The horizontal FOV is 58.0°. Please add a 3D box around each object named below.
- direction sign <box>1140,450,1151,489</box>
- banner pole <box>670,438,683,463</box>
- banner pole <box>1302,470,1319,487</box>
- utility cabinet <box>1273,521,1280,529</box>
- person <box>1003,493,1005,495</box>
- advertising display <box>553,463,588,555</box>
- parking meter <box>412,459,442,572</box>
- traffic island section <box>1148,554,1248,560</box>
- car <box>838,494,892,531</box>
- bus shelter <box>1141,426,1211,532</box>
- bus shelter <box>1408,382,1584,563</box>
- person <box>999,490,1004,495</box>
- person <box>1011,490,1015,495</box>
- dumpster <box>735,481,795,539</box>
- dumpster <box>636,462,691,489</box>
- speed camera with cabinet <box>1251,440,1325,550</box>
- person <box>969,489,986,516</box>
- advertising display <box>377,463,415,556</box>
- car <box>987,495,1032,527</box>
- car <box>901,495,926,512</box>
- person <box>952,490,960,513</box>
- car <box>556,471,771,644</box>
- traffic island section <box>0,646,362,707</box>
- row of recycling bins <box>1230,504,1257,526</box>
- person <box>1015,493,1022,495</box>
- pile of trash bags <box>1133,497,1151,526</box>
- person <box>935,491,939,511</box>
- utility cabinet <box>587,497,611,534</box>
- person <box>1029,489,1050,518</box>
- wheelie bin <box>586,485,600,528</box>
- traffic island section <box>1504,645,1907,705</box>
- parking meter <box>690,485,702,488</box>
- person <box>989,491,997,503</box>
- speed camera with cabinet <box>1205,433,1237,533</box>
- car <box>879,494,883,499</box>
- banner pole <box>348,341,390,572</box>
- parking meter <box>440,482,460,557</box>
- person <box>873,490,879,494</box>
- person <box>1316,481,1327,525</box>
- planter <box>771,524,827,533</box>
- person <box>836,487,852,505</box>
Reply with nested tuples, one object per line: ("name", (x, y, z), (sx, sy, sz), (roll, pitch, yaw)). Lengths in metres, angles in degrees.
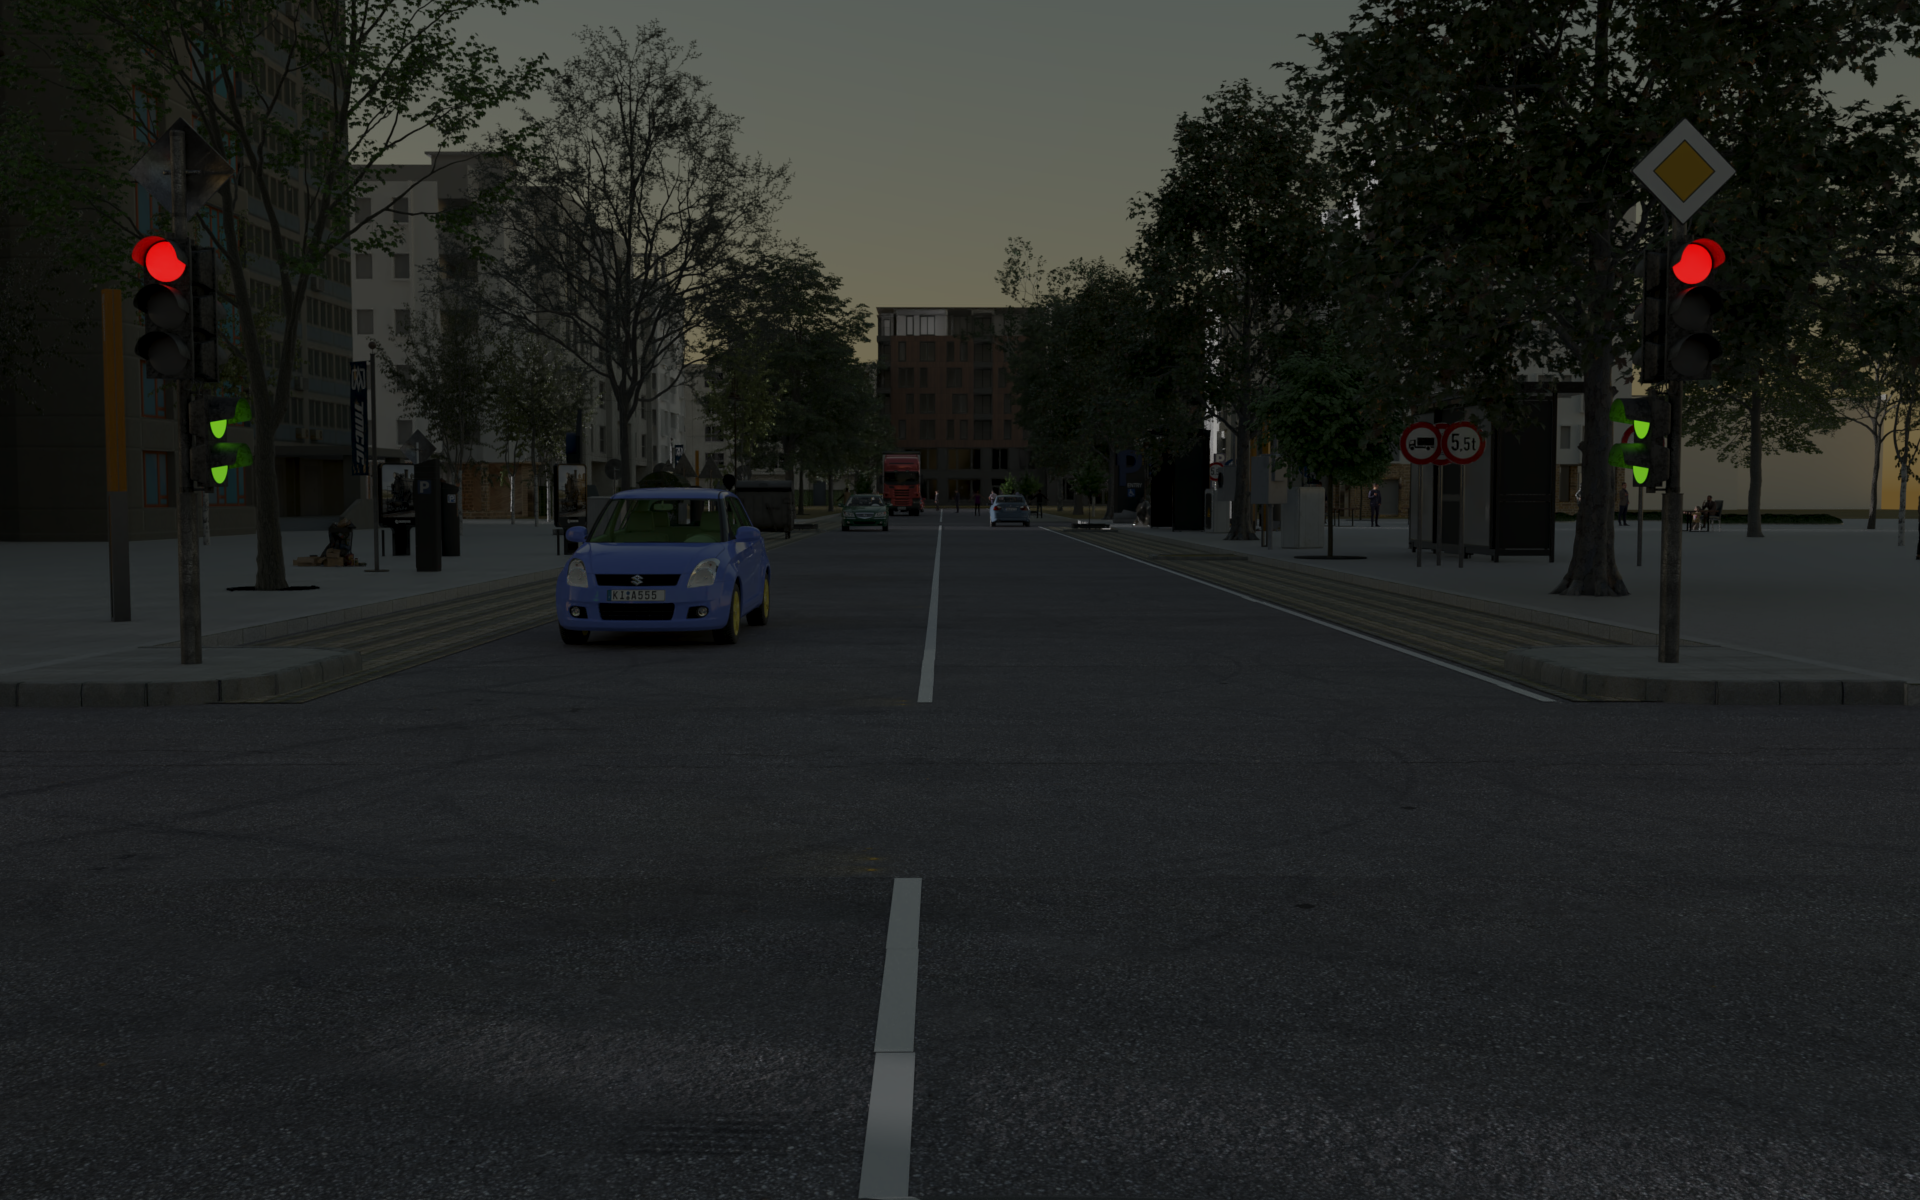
("direction sign", (8.586, -5.370, 79.795), (0.876, 3.537, 0.379), (0, 4, -1))
("banner pole", (-12.633, -5.328, 77.122), (0.863, 3.779, 0.401), (2, 4, 25))
("banner pole", (10.834, -3.900, 53.789), (0.401, 3.779, 0.863), (-3, 5, -41))
("utility cabinet", (11.500, -3.104, 61.918), (0.306, 1.237, 1.020), (-1, 4, -16))
("person", (3.784, -8.896, 153.956), (0.705, 1.822, 1.348), (0, 4, -3))
("advertising display", (-8.213, -1.916, 36.538), (0.123, 1.923, 0.974), (2, 4, 26))
("parking meter", (-8.818, -1.403, 28.653), (0.399, 1.863, 0.255), (0, 4, 5))
("traffic island section", (5.184, -0.934, 38.130), (1.991, 0.108, 1.994), (0, 4, -1))
("car", (-3.727, -3.451, 68.225), (2.131, 1.459, 4.920), (0, 4, -2))
("bus shelter", (7.678, -4.311, 61.773), (1.731, 3.624, 6.357), (0, 4, -1))
("bus shelter", (10.750, -3.601, 36.513), (2.179, 5.291, 8.768), (0, 4, -1))
("person", (3.265, -7.897, 138.284), (0.621, 1.740, 0.551), (-2, 4, -25))
("person", (3.938, -7.062, 124.677), (0.721, 1.735, 1.217), (0, 4, -4))
("dumpster", (-6.183, -2.860, 54.978), (1.865, 1.857, 1.264), (0, 3, 0))
("dumpster", (-9.067, -3.097, 53.130), (1.502, 2.255, 1.985), (0, 4, -1))
("speed camera with cabinet", (7.678, -2.824, 40.500), (2.038, 3.252, 0.660), (-3, 5, -39))
("person", (1.158, -6.361, 113.180), (1.217, 1.739, 0.721), (-1, 4, -12))
("advertising display", (-11.605, -1.879, 35.931), (0.123, 1.923, 0.974), (3, 5, 39))
("car", (2.204, -3.970, 76.916), (2.014, 1.417, 4.499), (0, 4, 0))
("car", (-3.788, -7.865, 137.633), (2.155, 1.783, 4.494), (0, 4, 1))
("person", (-0.314, -7.527, 132.021), (0.568, 1.767, 0.683), (-1, 4, -9))
("car", (-2.946, -0.492, 17.628), (1.945, 1.707, 3.694), (0, 4, 0))
("traffic island section", (-5.834, 0.561, 13.111), (2.009, 0.180, 2.903), (0, 4, -1))
("row of recycling bins", (11.386, -3.904, 70.938), (1.069, 1.692, 3.534), (0, 4, -3))
("person", (4.653, -7.799, 135.878), (0.709, 1.838, 0.599), (1, 4, 16))
("pile of trash bags", (8.210, -3.662, 69.631), (1.912, 1.369, 3.447), (-1, 4, -9))
("person", (-2.026, -8.522, 148.642), (0.445, 1.727, 0.742), (-2, 4, -23))
("utility cabinet", (-8.968, -2.004, 43.935), (1.020, 1.237, 0.306), (1, 4, 22))
("person", (4.666, -5.654, 101.768), (1.217, 1.723, 0.721), (0, 4, -4))
("wheelie bin", (-12.763, -3.137, 59.193), (0.980, 1.594, 0.693), (-3, 5, -41))
("traffic island section", (5.427, 0.555, 13.214), (2.009, 0.180, 2.903), (0, 4, -1))
("parking meter", (-7.753, -2.598, 50.892), (0.372, 1.533, 0.369), (0, 3, 0))
("person", (2.751, -8.130, 142.365), (0.756, 1.711, 0.436), (0, 4, -4))
("speed camera with cabinet", (8.532, -3.794, 56.362), (0.660, 3.252, 2.038), (-1, 4, -9))
("car", (-7.024, -8.637, 151.432), (2.015, 1.641, 3.980), (0, 4, -2))
("banner pole", (-9.825, -2.363, 28.651), (0.863, 3.779, 0.401), (3, 4, 36))
("parking meter", (-10.498, -1.667, 35.671), (0.372, 1.533, 0.369), (0, 3, 0))
("person", (-6.315, -7.376, 129.900), (0.742, 1.727, 0.445), (2, 4, 34))
("person", (12.820, -3.373, 61.892), (0.504, 1.737, 0.576), (2, 4, 25))
("planter", (-5.999, -2.671, 64.805), (1.991, 0.319, 1.994), (0, 4, -1))
("person", (-6.450, -5.529, 99.001), (1.348, 1.812, 0.705), (-1, 4, -18))
